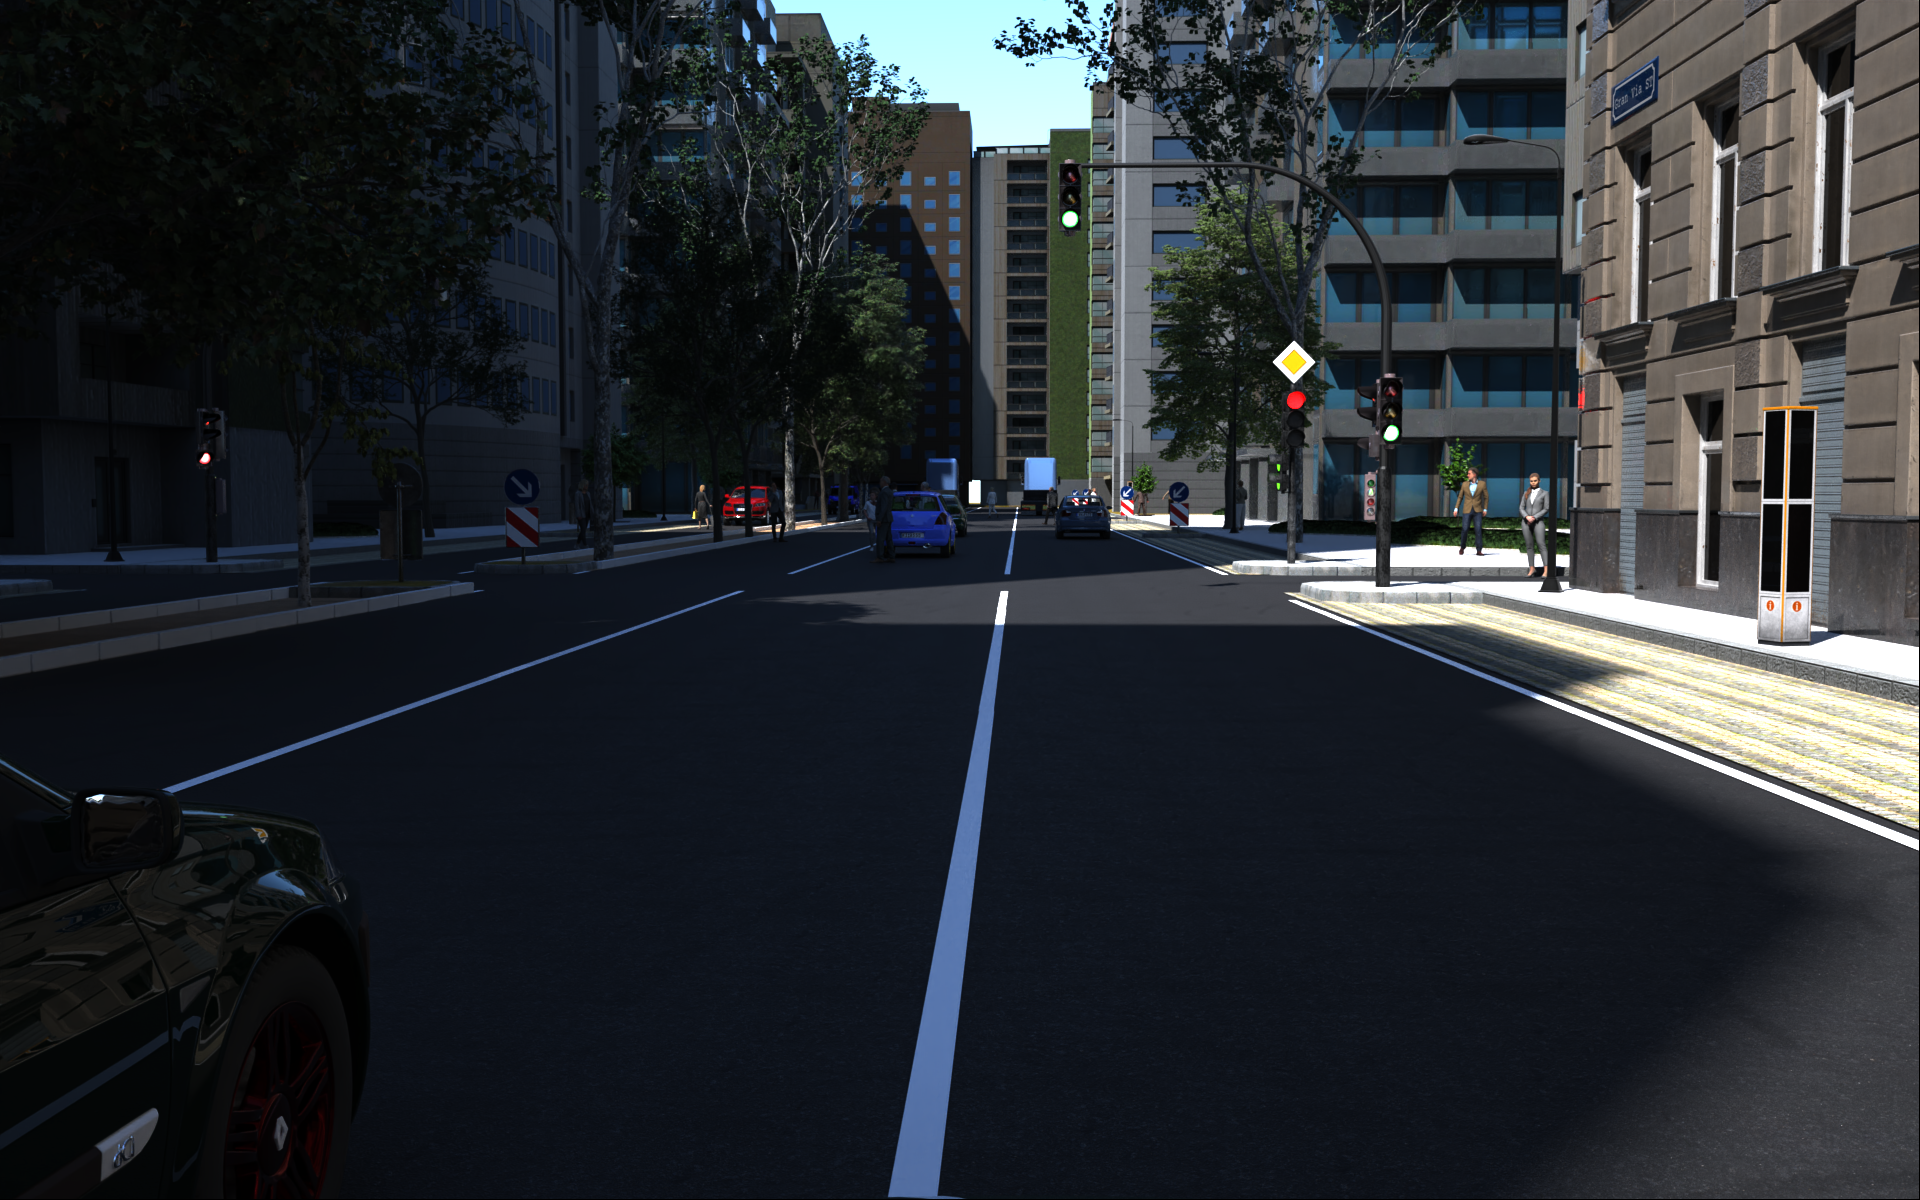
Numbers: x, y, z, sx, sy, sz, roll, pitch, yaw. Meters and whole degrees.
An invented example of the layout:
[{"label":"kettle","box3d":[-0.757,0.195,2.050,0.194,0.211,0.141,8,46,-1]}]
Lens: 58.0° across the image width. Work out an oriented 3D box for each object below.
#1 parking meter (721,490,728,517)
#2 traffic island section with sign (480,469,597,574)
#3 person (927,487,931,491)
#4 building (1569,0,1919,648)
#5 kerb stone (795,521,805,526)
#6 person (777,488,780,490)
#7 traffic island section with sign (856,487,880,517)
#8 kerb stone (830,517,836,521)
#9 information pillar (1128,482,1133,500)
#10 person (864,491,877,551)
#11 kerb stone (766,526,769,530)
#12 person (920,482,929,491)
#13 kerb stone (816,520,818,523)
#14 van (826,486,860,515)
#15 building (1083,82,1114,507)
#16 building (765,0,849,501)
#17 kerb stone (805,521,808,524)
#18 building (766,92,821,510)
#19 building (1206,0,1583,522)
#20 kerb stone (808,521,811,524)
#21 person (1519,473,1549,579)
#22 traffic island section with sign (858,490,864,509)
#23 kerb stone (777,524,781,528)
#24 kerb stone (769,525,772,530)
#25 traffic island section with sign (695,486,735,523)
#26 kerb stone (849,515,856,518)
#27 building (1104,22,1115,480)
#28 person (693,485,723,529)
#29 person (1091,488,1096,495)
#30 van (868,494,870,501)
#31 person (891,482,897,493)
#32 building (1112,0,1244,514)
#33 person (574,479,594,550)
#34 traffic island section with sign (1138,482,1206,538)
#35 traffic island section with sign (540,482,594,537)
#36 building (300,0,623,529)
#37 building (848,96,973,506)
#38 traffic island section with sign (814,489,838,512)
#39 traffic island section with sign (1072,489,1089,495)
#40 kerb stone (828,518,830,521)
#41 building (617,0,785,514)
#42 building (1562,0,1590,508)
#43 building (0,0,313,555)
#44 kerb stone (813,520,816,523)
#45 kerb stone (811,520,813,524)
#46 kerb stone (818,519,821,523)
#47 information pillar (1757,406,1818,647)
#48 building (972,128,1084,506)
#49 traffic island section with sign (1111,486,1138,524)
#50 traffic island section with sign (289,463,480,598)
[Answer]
[{"label":"parking meter","box3d":[-13.317,-5.482,98.036,0.372,1.533,0.369,0,3,0]},{"label":"traffic island section with sign","box3d":[-7.917,-1.463,32.056,2.006,1.907,1.989,0,4,2]},{"label":"person","box3d":[-1.741,-5.108,91.983,0.822,1.834,0.622,3,5,41]},{"label":"building","box3d":[13.551,-13.048,10.595,12.463,27.353,25.104,0,4,2]},{"label":"kerb stone","box3d":[-7.345,-3.504,79.563,0.120,0.150,1.000,0,4,2]},{"label":"person","box3d":[-11.167,-6.027,106.893,0.661,1.843,0.795,-3,5,-42]},{"label":"traffic island section with sign","box3d":[-5.336,-6.056,107.150,2.006,1.907,1.989,0,4,2]},{"label":"kerb stone","box3d":[-6.893,-4.322,92.864,0.120,0.150,1.000,0,4,2]},{"label":"information pillar","box3d":[10.049,-5.986,102.364,0.304,2.012,0.304,0,4,4]},{"label":"person","box3d":[-2.137,-1.981,43.483,0.523,1.515,0.503,3,4,38]},{"label":"kerb stone","box3d":[-7.744,-2.815,68.294,0.120,0.150,1.000,0,4,2]},{"label":"person","box3d":[-0.895,-2.327,47.026,0.515,1.767,0.782,0,4,5]},{"label":"kerb stone","box3d":[-7.173,-3.819,84.677,0.120,0.150,1.000,0,4,2]},{"label":"van","box3d":[-8.257,-7.249,122.907,2.240,2.365,5.245,0,4,1]},{"label":"building","box3d":[20.095,-30.070,175.245,14.154,41.232,14.086,0,4,2]},{"label":"building","box3d":[-22.676,-33.615,173.311,21.600,48.544,21.300,0,4,2]},{"label":"kerb stone","box3d":[-7.307,-3.570,80.588,0.120,0.150,1.000,0,4,2]},{"label":"building","box3d":[-28.528,-28.030,150.176,32.217,40.220,23.993,0,4,2]},{"label":"building","box3d":[24.717,-28.298,82.289,23.786,49.044,30.456,0,4,2]},{"label":"kerb stone","box3d":[-7.273,-3.634,81.612,0.120,0.150,1.000,0,4,2]},{"label":"person","box3d":[9.794,-1.270,29.545,0.520,1.790,0.573,1,4,23]},{"label":"traffic island section with sign","box3d":[-9.319,-9.382,162.022,1.989,1.847,2.006,0,4,2]},{"label":"kerb stone","box3d":[-7.626,-3.006,71.364,0.120,0.150,1.000,0,4,2]},{"label":"kerb stone","box3d":[-7.694,-2.880,69.315,0.120,0.150,1.000,0,4,2]},{"label":"traffic island section with sign","box3d":[-11.941,-4.708,85.595,1.989,1.847,2.006,0,4,2]},{"label":"kerb stone","box3d":[-6.490,-5.011,104.124,0.120,0.150,1.000,0,4,2]},{"label":"building","box3d":[24.268,-30.515,153.544,22.147,44.769,28.867,0,4,2]},{"label":"person","box3d":[-10.213,-3.740,69.858,0.699,1.804,1.509,-2,4,-34]},{"label":"person","box3d":[7.948,-5.796,103.491,0.478,1.798,0.641,-3,5,-42]},{"label":"van","box3d":[-8.817,-10.729,182.433,2.013,2.044,4.112,0,4,1]},{"label":"person","box3d":[-1.988,-2.749,53.621,0.511,1.800,0.466,0,4,1]},{"label":"building","box3d":[21.620,-35.638,124.674,21.231,58.520,28.212,0,4,2]},{"label":"person","box3d":[-9.394,-2.125,43.430,0.728,1.800,0.709,2,4,35]},{"label":"traffic island section with sign","box3d":[6.997,-2.942,56.732,1.989,1.847,2.006,0,4,2]},{"label":"traffic island section with sign","box3d":[-12.902,-3.026,58.101,1.989,1.847,2.006,0,4,2]},{"label":"building","box3d":[-28.377,-32.539,74.018,21.231,58.520,28.212,0,4,2]},{"label":"building","box3d":[-5.767,-33.541,198.510,14.200,45.320,14.600,0,4,2]},{"label":"traffic island section with sign","box3d":[-10.248,-7.718,134.810,1.989,1.847,2.006,0,4,2]},{"label":"traffic island section with sign","box3d":[9.641,-7.644,133.607,1.989,1.847,2.006,0,4,2]},{"label":"kerb stone","box3d":[-6.994,-4.135,89.796,0.120,0.150,1.000,0,4,2]},{"label":"building","box3d":[-25.112,-30.764,122.599,23.786,49.044,30.456,0,4,2]},{"label":"building","box3d":[32.666,-27.765,43.192,27.495,52.752,28.713,0,4,2]},{"label":"building","box3d":[-24.545,-16.335,38.780,14.160,30.474,14.107,0,4,2]},{"label":"kerb stone","box3d":[-7.203,-3.759,83.655,0.120,0.150,1.000,0,4,2]},{"label":"kerb stone","box3d":[-7.238,-3.697,82.634,0.120,0.150,1.000,0,4,2]},{"label":"kerb stone","box3d":[-7.136,-3.883,85.699,0.120,0.150,1.000,0,4,2]},{"label":"information pillar","box3d":[7.005,-0.623,14.672,0.304,2.012,0.304,-1,4,-16]},{"label":"building","box3d":[8.371,-31.403,197.036,14.086,41.232,14.154,0,4,2]},{"label":"traffic island section with sign","box3d":[7.918,-4.590,83.671,1.989,1.847,2.006,0,4,2]},{"label":"traffic island section with sign","box3d":[-8.182,-1.010,24.653,2.006,1.907,1.989,0,4,2]}]
